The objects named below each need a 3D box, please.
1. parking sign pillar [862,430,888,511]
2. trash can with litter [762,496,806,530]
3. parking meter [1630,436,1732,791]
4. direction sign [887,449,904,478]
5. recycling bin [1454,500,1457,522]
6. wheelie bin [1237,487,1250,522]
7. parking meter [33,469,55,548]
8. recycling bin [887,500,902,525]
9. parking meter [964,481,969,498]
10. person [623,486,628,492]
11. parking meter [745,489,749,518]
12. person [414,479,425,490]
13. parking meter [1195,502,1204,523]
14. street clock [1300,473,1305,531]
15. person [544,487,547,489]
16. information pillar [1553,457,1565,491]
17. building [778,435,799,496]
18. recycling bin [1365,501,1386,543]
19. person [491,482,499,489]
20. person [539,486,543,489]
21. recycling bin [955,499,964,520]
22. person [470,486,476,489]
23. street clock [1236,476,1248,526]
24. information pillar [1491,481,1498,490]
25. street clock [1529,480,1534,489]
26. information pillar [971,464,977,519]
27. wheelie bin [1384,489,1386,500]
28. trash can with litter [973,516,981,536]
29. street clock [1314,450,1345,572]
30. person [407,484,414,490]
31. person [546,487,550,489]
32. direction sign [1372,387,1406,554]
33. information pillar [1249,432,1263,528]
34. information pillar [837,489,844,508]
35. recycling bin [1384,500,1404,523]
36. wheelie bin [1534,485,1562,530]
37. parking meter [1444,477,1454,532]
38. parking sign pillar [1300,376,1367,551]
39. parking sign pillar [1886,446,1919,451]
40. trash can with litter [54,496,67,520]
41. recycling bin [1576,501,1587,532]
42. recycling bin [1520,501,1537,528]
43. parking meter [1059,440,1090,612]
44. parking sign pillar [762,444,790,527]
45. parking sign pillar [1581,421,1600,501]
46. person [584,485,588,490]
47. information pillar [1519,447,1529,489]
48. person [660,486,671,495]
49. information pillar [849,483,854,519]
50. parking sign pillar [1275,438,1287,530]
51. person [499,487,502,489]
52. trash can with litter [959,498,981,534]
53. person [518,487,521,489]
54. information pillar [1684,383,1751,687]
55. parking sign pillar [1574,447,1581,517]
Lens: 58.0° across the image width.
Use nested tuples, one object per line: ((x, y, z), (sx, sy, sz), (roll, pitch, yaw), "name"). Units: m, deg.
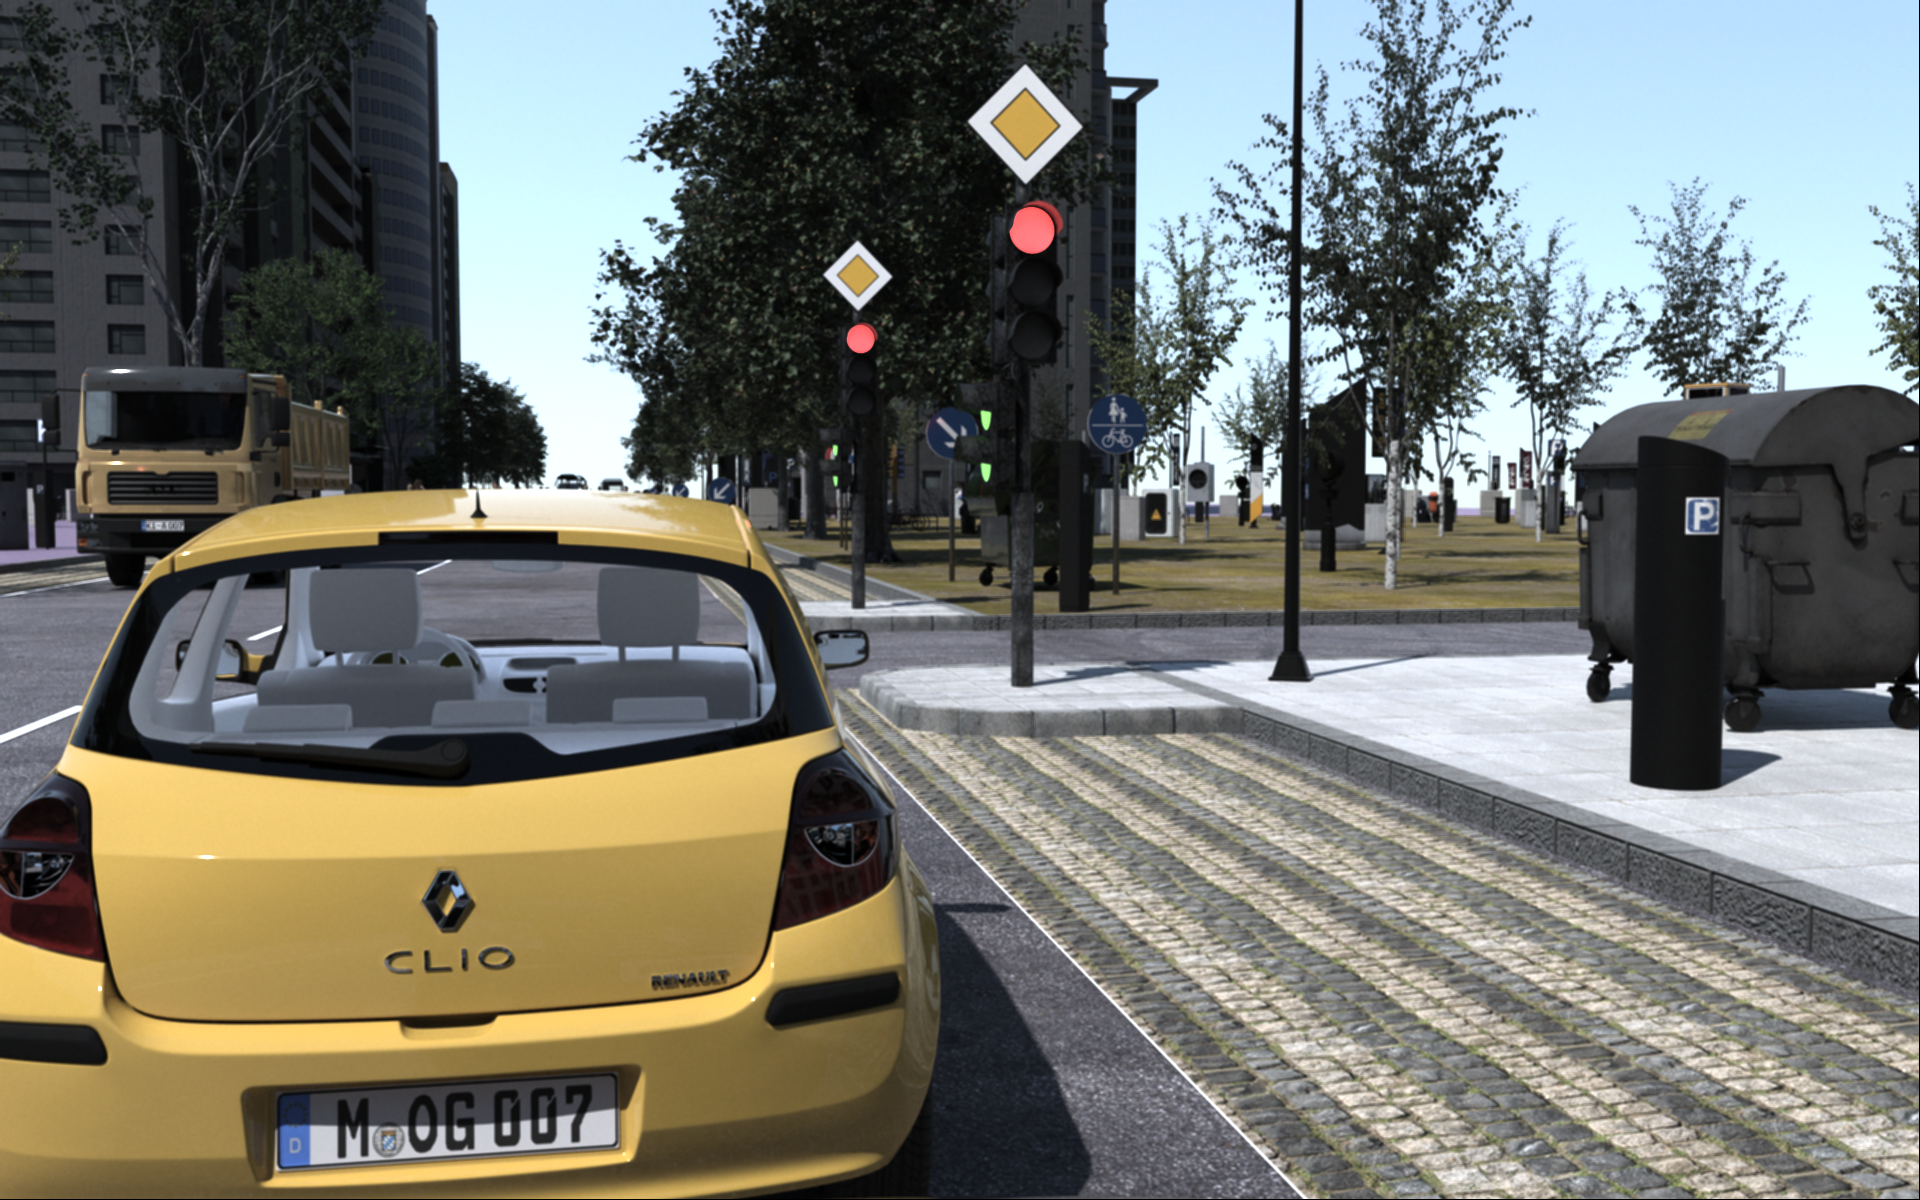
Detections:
((-3.639, -5.034, 70.773), (1.447, 3.967, 1.447), (-1, 4, -14), "parking sign pillar")
((-6.358, -3.146, 62.489), (2.233, 1.210, 1.678), (-3, 5, -41), "trash can with litter")
((3.166, 0.048, 7.622), (0.372, 1.533, 0.369), (0, 3, 0), "parking meter")
((-3.222, -5.767, 86.294), (0.876, 3.537, 0.379), (0, 4, 5), "direction sign")
((22.710, -4.164, 80.636), (0.722, 1.027, 0.722), (2, 4, 26), "recycling bin")
((13.460, -4.474, 81.055), (0.980, 1.594, 0.693), (1, 4, 11), "wheelie bin")
((-21.817, -2.174, 41.250), (0.399, 1.863, 0.255), (1, 4, 11), "parking meter")
((-2.825, -3.680, 72.719), (0.722, 1.027, 0.722), (0, 4, -5), "recycling bin")
((0.352, -4.349, 76.823), (0.255, 1.863, 0.399), (2, 4, 32), "parking meter")
((-16.073, -4.624, 84.117), (0.660, 1.820, 0.620), (3, 5, 44), "person")
((-8.529, -3.774, 70.116), (0.372, 1.533, 0.369), (0, 3, 0), "parking meter")
((-13.441, -2.094, 42.985), (0.600, 1.795, 0.529), (3, 5, 42), "person")
((10.786, -4.412, 77.851), (0.399, 1.863, 0.255), (1, 4, 15), "parking meter")
((11.712, -3.362, 59.536), (0.358, 2.002, 0.471), (-1, 4, -12), "street clock")
((-26.316, -6.250, 110.315), (1.348, 1.869, 0.705), (-2, 4, -27), "person")
((25.819, -5.093, 74.622), (0.504, 3.616, 0.183), (1, 4, 21), "information pillar")
((-17.008, -36.364, 214.158), (23.786, 49.044, 30.456), (-1, 4, -11), "building")
((10.918, -2.032, 45.784), (0.722, 1.027, 0.722), (0, 4, 5), "recycling bin")
((-14.451, -2.793, 54.355), (0.592, 1.802, 0.473), (1, 4, 18), "person")
((-20.566, -4.665, 84.869), (0.616, 1.811, 0.778), (-3, 4, -36), "person")
((0.158, -4.507, 86.246), (0.722, 1.027, 0.722), (-3, 5, -39), "recycling bin")
((-17.116, -3.134, 60.571), (0.643, 1.720, 0.563), (1, 4, 9), "person")
((11.299, -3.968, 69.449), (0.471, 2.002, 0.358), (0, 4, -4), "street clock")
((30.633, -5.799, 99.309), (0.304, 2.012, 0.304), (0, 4, -7), "information pillar")
((29.093, -5.121, 88.291), (0.358, 2.002, 0.471), (1, 4, 14), "street clock")
((0.811, -6.075, 90.676), (0.504, 3.616, 0.183), (0, 4, 5), "information pillar")
((23.331, -5.250, 93.746), (0.980, 1.594, 0.693), (-1, 4, -14), "wheelie bin")
((1.631, -2.586, 53.332), (2.233, 1.210, 1.678), (3, 4, 37), "trash can with litter")
((6.085, -1.469, 28.586), (0.358, 2.002, 0.471), (-3, 5, -40), "street clock")
((-18.298, -2.985, 57.665), (0.694, 1.780, 0.624), (-2, 4, -30), "person")
((-20.587, -4.745, 86.427), (0.374, 1.781, 0.599), (2, 4, 33), "person")
((9.131, -2.749, 36.937), (0.876, 3.537, 0.379), (-2, 4, -26), "direction sign")
((11.119, -4.503, 64.986), (0.504, 3.616, 0.183), (2, 4, 28), "information pillar")
((-6.331, -6.111, 91.275), (0.183, 3.616, 0.504), (-3, 5, -42), "information pillar")
((19.097, -3.903, 76.374), (0.722, 1.027, 0.722), (-1, 4, -21), "recycling bin")
((20.785, -3.269, 61.362), (0.980, 1.594, 0.693), (0, 4, -5), "wheelie bin")
((16.683, -3.269, 59.153), (0.255, 1.863, 0.399), (0, 4, 3), "parking meter")
((8.575, -3.125, 39.573), (1.447, 3.967, 1.447), (0, 4, -2), "parking sign pillar")
((42.351, -5.488, 78.202), (1.447, 3.967, 1.447), (-1, 4, -8), "parking sign pillar")
((-44.250, -4.560, 85.617), (1.678, 1.210, 2.233), (1, 4, 16), "trash can with litter")
((21.660, -2.867, 59.431), (0.722, 1.027, 0.722), (-3, 4, -38), "recycling bin")
((21.478, -3.204, 64.943), (0.722, 1.027, 0.722), (0, 4, 0), "recycling bin")
((1.254, -0.807, 18.912), (0.255, 1.863, 0.399), (1, 4, 20), "parking meter")
((-7.337, -4.811, 67.129), (1.447, 3.967, 1.447), (-1, 4, -14), "parking sign pillar")
((23.916, -4.604, 63.750), (1.447, 3.967, 1.447), (2, 4, 35), "parking sign pillar")
((-14.261, -3.486, 65.842), (0.624, 1.780, 0.694), (-3, 5, -43), "person")
((27.969, -5.783, 85.903), (0.504, 3.616, 0.183), (3, 5, 41), "information pillar")
((-12.397, -3.926, 73.178), (0.782, 1.767, 0.515), (1, 4, 12), "person")
((-5.613, -5.232, 90.036), (0.304, 2.012, 0.304), (0, 3, 0), "information pillar")
((12.061, -4.501, 62.056), (1.447, 3.967, 1.447), (-2, 4, -24), "parking sign pillar")
((-20.927, -4.251, 78.495), (0.515, 1.767, 0.782), (0, 4, -1), "person")
((0.500, -2.693, 55.422), (1.055, 1.170, 0.624), (2, 4, 30), "trash can with litter")
((-23.353, -5.066, 91.533), (0.583, 1.804, 0.606), (0, 4, -5), "person")
((5.065, -0.437, 11.640), (0.304, 2.012, 0.304), (-3, 4, -38), "information pillar")
((35.719, -6.731, 98.522), (1.447, 3.967, 1.447), (0, 4, -3), "parking sign pillar")
